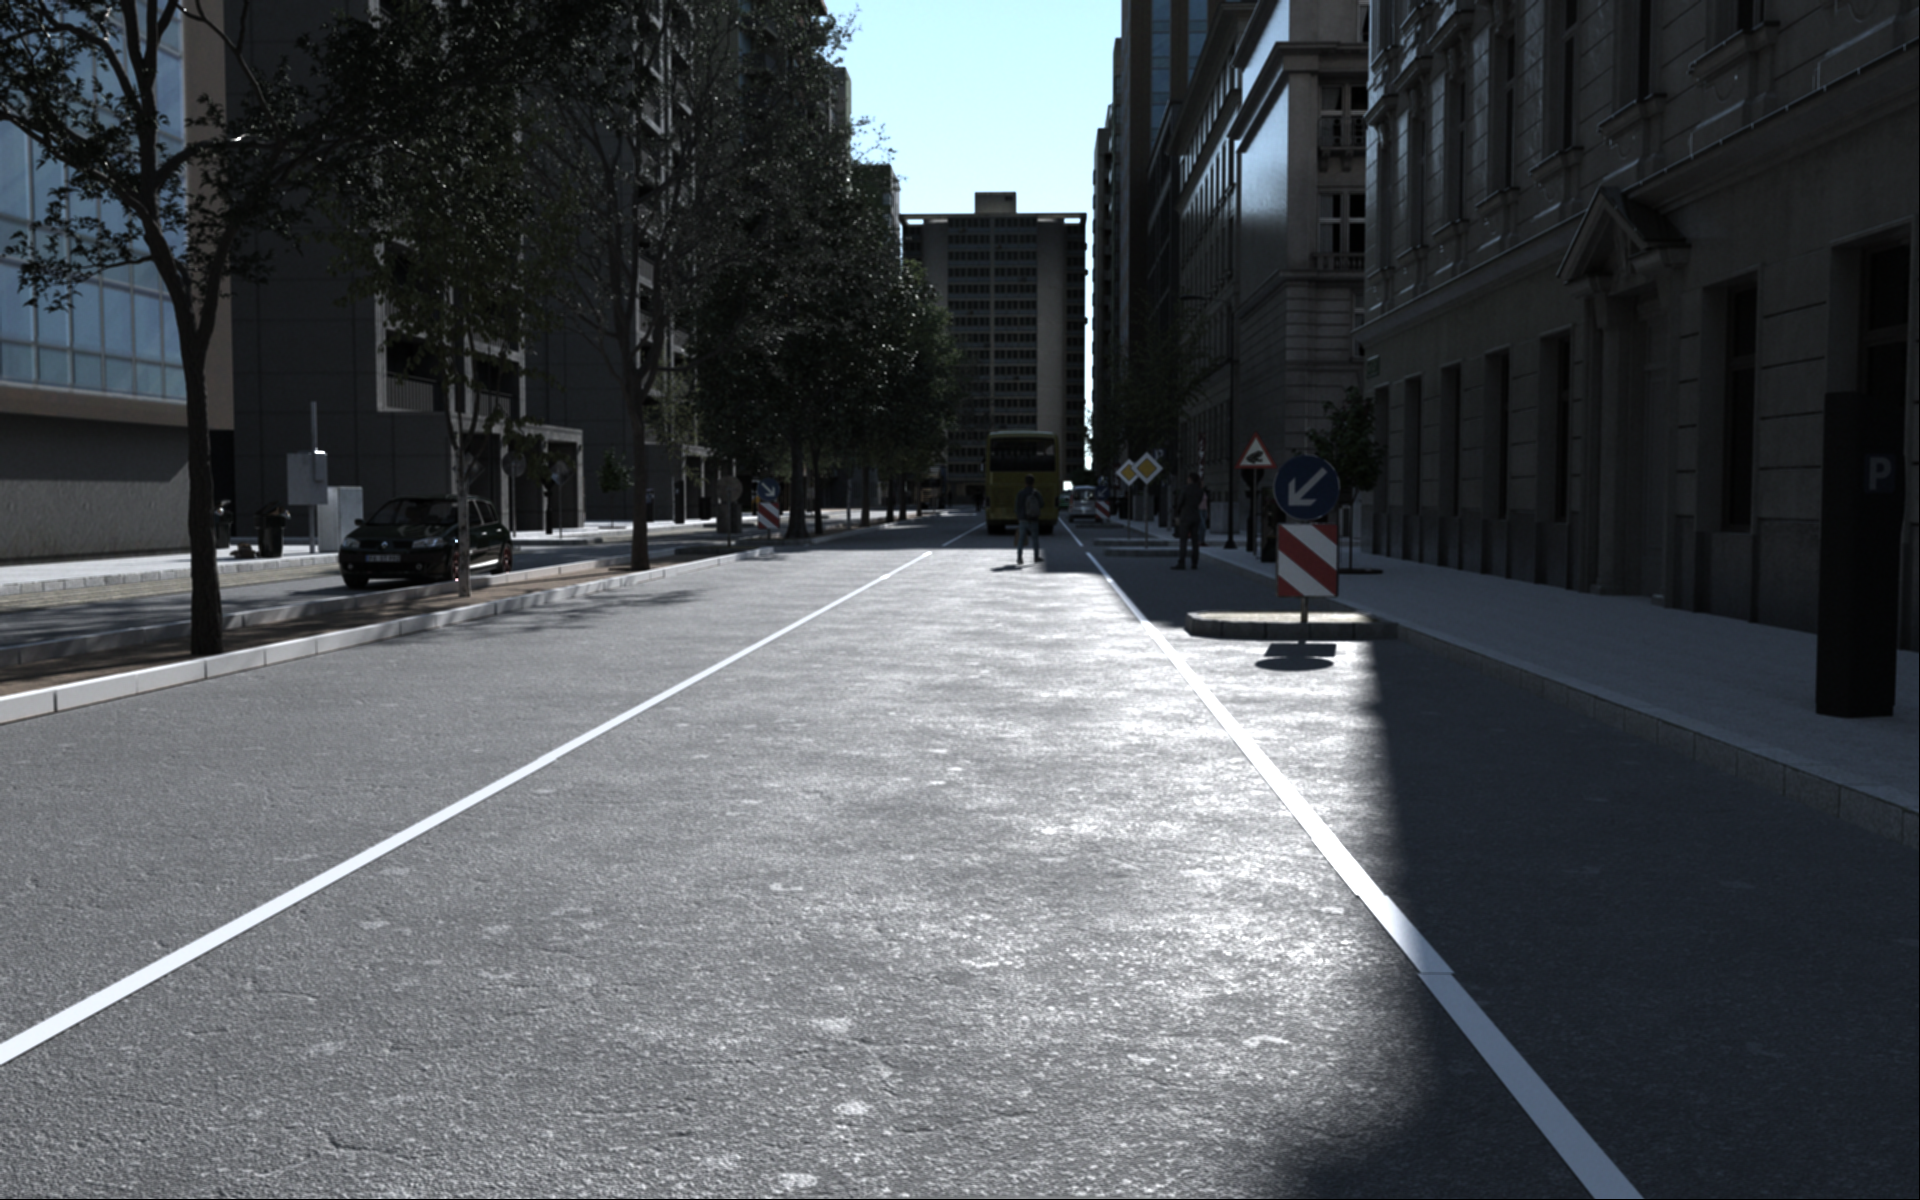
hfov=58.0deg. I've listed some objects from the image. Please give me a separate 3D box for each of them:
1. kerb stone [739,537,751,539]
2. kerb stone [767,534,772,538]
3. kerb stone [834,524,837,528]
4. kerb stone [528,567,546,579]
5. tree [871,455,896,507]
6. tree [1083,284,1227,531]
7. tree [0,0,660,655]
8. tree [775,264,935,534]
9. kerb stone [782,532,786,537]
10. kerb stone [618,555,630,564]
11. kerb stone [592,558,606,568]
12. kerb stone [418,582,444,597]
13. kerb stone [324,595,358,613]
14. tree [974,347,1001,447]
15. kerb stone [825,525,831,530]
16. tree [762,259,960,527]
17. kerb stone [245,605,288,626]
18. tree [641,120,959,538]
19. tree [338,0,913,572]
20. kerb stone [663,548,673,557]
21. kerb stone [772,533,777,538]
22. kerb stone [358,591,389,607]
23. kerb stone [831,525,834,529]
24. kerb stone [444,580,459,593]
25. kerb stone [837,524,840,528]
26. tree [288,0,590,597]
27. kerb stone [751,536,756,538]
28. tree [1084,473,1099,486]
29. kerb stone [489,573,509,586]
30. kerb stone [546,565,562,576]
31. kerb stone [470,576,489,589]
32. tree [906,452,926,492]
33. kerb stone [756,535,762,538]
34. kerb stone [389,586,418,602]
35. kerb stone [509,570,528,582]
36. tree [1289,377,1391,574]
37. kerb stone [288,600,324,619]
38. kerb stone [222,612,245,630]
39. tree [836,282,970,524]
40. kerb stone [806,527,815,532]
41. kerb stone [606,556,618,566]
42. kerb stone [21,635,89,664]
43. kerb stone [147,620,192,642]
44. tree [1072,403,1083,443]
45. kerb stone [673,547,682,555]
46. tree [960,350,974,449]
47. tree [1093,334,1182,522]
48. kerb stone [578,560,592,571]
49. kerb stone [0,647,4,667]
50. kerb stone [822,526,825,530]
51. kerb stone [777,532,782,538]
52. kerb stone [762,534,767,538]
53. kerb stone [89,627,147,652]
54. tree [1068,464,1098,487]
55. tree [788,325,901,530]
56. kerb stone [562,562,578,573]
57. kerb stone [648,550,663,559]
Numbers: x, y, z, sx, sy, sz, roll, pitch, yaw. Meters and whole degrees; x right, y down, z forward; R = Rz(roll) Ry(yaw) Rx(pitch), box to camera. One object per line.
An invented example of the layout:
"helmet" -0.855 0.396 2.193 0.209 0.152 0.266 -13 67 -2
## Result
"kerb stone" -6.301 -1.722 50.376 0.120 0.150 1.000 0 4 3
"kerb stone" -6.126 -1.969 54.471 0.120 0.150 1.000 0 4 3
"kerb stone" -5.325 -3.037 71.896 0.120 0.150 1.000 0 4 3
"kerb stone" -7.265 -0.439 29.373 0.120 0.150 1.000 0 4 3
"tree" -7.567 -13.646 173.472 4.737 8.622 4.395 0 3 0
"tree" 7.067 -6.721 60.249 4.737 8.622 4.395 0 3 0
"tree" -6.674 -4.807 15.470 8.767 10.594 7.601 0 4 3
"tree" -4.949 -7.606 61.225 8.767 10.594 7.601 0 4 3
"kerb stone" -5.983 -2.162 57.546 0.120 0.150 1.000 0 4 3
"kerb stone" -6.991 -0.814 35.507 0.120 0.150 1.000 0 4 3
"kerb stone" -7.082 -0.689 33.460 0.120 0.150 1.000 0 4 3
"kerb stone" -7.494 -0.125 24.233 0.120 0.150 1.000 0 4 3
"kerb stone" -7.648 0.063 21.167 0.120 0.150 1.000 0 4 3
"tree" -2.533 -11.938 108.018 12.009 13.543 11.850 0 3 0
"kerb stone" -5.432 -2.914 69.843 0.120 0.150 1.000 0 4 3
"tree" -4.160 -9.410 74.439 7.486 12.596 7.792 0 3 0
"kerb stone" -7.727 0.188 19.125 0.120 0.150 1.000 0 4 3
"tree" -4.949 -8.134 52.461 9.611 12.733 9.660 0 3 0
"tree" -5.944 -7.276 31.783 12.009 13.543 11.850 0 3 0
"kerb stone" -6.794 -1.061 39.609 0.120 0.150 1.000 0 4 3
"kerb stone" -6.078 -2.036 55.493 0.120 0.150 1.000 0 4 3
"kerb stone" -7.591 0.001 22.192 0.120 0.150 1.000 0 4 3
"kerb stone" -5.371 -2.977 70.867 0.120 0.150 1.000 0 4 3
"kerb stone" -7.450 -0.188 25.263 0.120 0.150 1.000 0 4 3
"kerb stone" -5.286 -3.094 72.918 0.120 0.150 1.000 0 4 3
"tree" -6.835 -4.323 23.506 4.737 8.622 4.395 0 3 0
"kerb stone" -6.264 -1.786 51.398 0.120 0.150 1.000 0 4 3
"tree" 11.561 -9.387 148.079 1.663 3.219 1.824 0 3 0
"kerb stone" -7.364 -0.306 27.316 0.120 0.150 1.000 0 4 3
"kerb stone" -7.226 -0.500 30.394 0.120 0.150 1.000 0 4 3
"kerb stone" -7.402 -0.249 26.289 0.120 0.150 1.000 0 4 3
"tree" -3.274 -8.997 99.923 4.360 8.622 3.978 0 3 0
"kerb stone" -6.218 -1.842 52.429 0.120 0.150 1.000 0 4 3
"kerb stone" -7.544 -0.060 23.213 0.120 0.150 1.000 0 4 3
"kerb stone" -7.314 -0.375 28.344 0.120 0.150 1.000 0 4 3
"tree" 6.468 -2.058 28.250 1.663 3.219 1.824 0 3 0
"kerb stone" -7.692 0.126 20.146 0.120 0.150 1.000 0 4 3
"kerb stone" -7.783 0.251 18.099 0.120 0.150 1.000 0 4 3
"tree" -3.307 -9.514 83.768 9.928 11.665 9.643 0 3 0
"kerb stone" -5.656 -2.601 64.727 0.120 0.150 1.000 0 4 3
"kerb stone" -7.038 -0.750 34.486 0.120 0.150 1.000 0 4 3
"kerb stone" -7.912 0.439 15.023 0.120 0.150 1.000 0 4 3
"kerb stone" -7.827 0.320 17.069 0.120 0.150 1.000 0 4 3
"tree" 9.343 -9.678 108.598 4.737 8.622 4.395 0 3 0
"kerb stone" -6.755 -1.128 40.632 0.120 0.150 1.000 0 4 3
"tree" -3.145 -10.517 92.531 7.486 12.596 7.792 0 3 0
"tree" 8.193 -7.844 78.610 4.360 8.622 3.978 0 3 0
"kerb stone" -7.127 -0.625 32.439 0.120 0.150 1.000 0 4 3
"kerb stone" -7.965 0.501 14.000 0.120 0.150 1.000 0 4 3
"kerb stone" -5.511 -2.789 67.800 0.120 0.150 1.000 0 4 3
"kerb stone" -6.033 -2.099 56.518 0.120 0.150 1.000 0 4 3
"kerb stone" -6.170 -1.909 53.450 0.120 0.150 1.000 0 4 3
"kerb stone" -7.875 0.376 16.045 0.120 0.150 1.000 0 4 3
"tree" 14.270 -13.270 200.683 4.285 4.588 4.351 0 3 0
"tree" -4.403 -7.074 68.484 4.360 8.622 3.978 0 3 0
"kerb stone" -7.168 -0.564 31.415 0.120 0.150 1.000 0 4 3
"kerb stone" -6.841 -1.003 38.588 0.120 0.150 1.000 0 4 3
